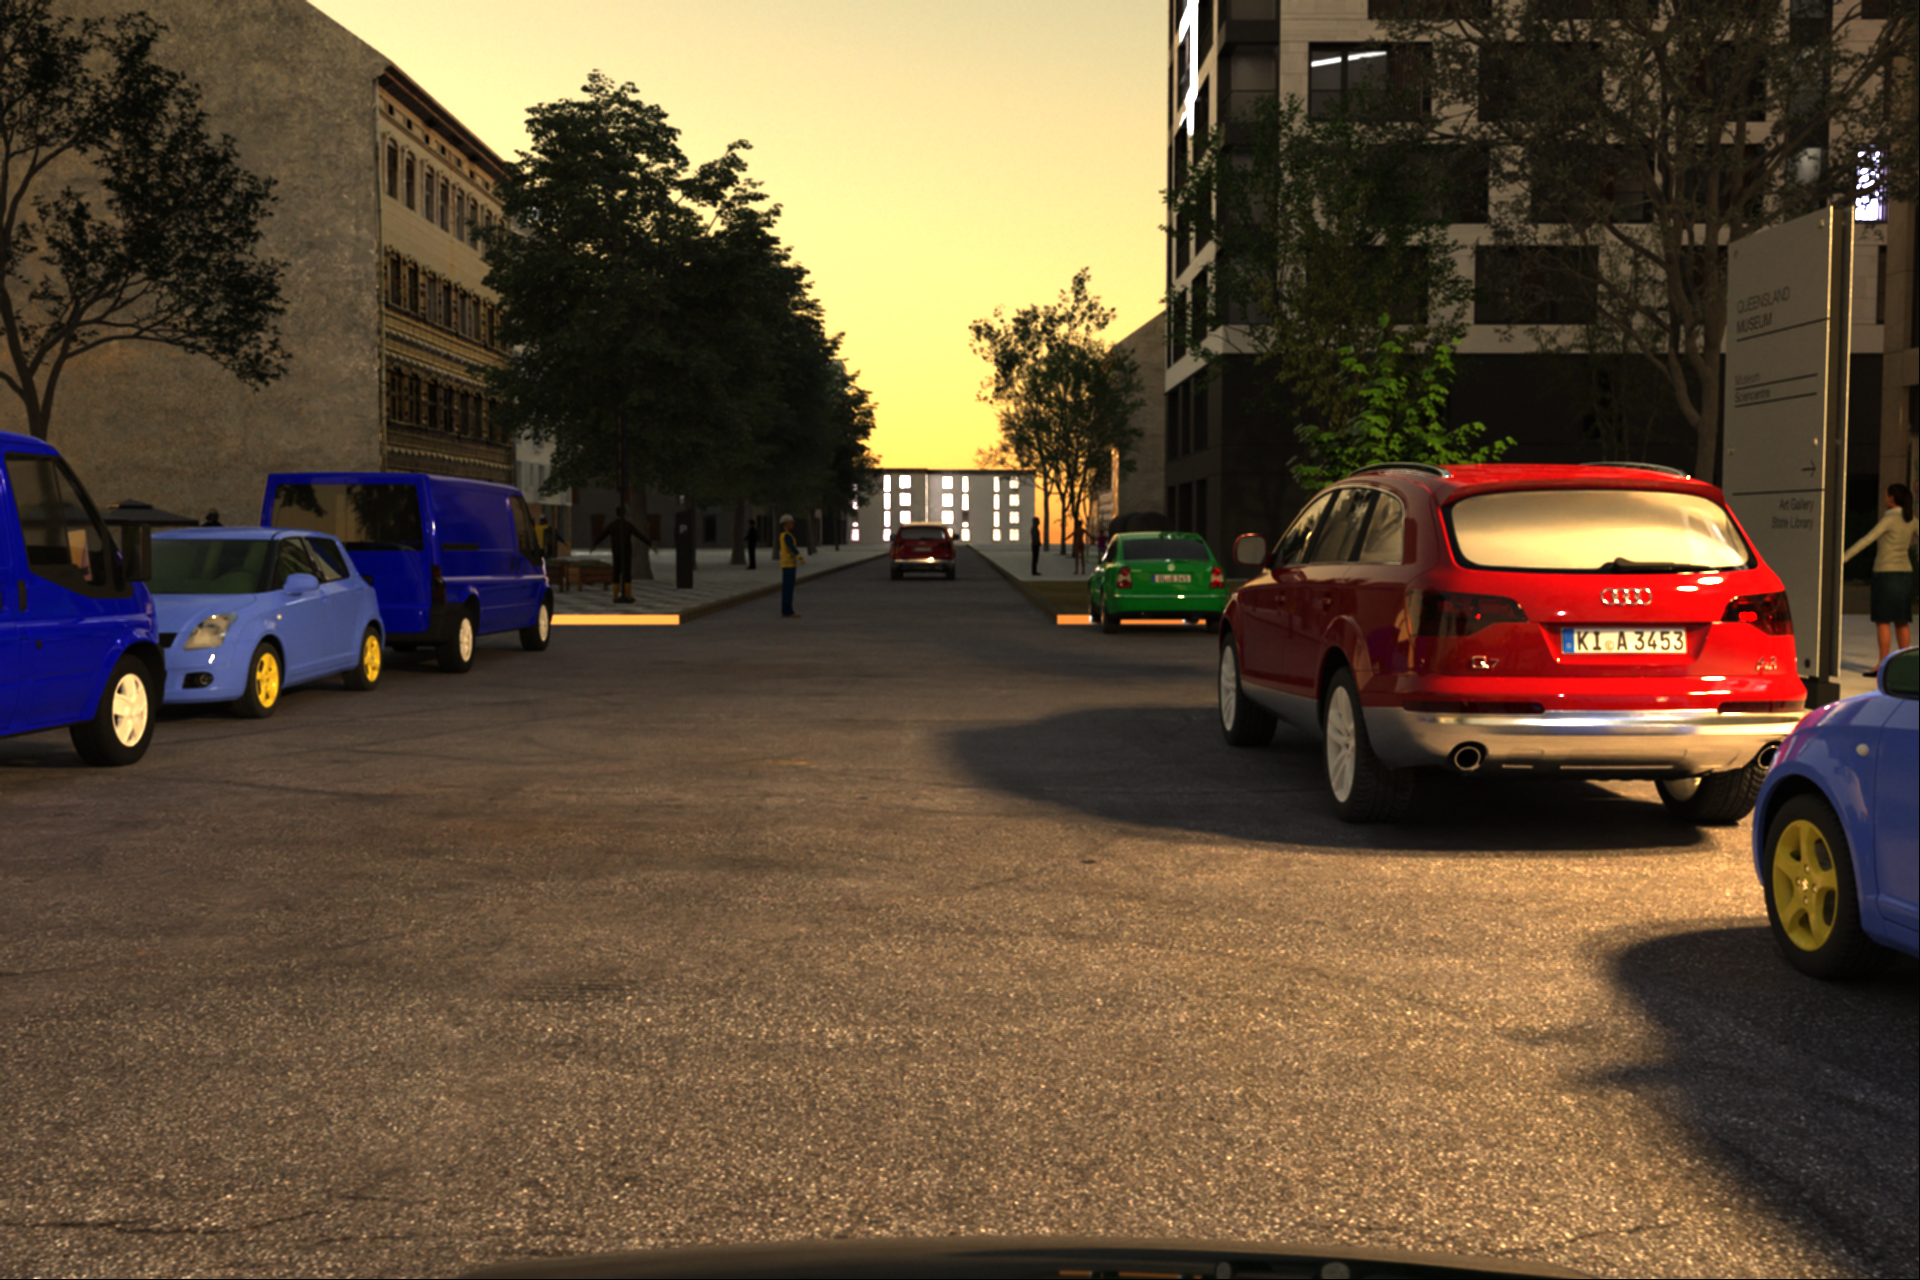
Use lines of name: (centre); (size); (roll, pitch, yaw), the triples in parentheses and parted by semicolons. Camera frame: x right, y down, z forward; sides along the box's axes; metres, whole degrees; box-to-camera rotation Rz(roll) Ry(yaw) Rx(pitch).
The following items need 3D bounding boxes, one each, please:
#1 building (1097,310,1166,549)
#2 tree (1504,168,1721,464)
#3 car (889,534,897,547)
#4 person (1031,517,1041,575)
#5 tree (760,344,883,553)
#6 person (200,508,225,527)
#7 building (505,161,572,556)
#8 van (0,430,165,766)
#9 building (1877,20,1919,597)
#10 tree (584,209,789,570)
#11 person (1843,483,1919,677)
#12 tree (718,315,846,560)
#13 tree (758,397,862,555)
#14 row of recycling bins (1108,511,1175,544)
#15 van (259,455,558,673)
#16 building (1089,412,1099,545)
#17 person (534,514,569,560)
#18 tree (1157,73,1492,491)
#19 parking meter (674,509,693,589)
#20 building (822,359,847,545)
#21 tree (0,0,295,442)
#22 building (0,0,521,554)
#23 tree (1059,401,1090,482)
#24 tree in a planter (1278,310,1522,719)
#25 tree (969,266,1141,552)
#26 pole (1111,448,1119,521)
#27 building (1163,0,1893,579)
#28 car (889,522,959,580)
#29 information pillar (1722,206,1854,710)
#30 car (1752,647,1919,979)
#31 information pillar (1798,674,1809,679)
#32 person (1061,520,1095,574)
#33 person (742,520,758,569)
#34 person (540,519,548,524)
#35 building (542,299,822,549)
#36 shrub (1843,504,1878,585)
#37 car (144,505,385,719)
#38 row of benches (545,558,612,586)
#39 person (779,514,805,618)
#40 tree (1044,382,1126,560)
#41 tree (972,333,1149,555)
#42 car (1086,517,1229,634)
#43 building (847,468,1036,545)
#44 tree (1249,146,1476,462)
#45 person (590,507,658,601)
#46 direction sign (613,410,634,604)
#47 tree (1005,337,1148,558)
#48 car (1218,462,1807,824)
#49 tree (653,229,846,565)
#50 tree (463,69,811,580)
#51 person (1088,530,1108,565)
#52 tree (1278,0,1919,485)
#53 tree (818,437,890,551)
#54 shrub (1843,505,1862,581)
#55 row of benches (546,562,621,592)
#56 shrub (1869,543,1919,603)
building: (21.981, -19.500, 149.756); (19.493, 23.208, 18.063); (0, 4, 0)
tree: (12.954, -5.114, 33.979); (4.360, 8.622, 3.978); (0, 3, 0)
car: (-3.399, -5.990, 107.520); (1.945, 1.707, 3.694); (0, 3, 0)
person: (2.389, -2.930, 54.026); (0.705, 1.813, 1.348); (0, 4, 0)
tree: (-9.970, -12.747, 115.076); (9.857, 13.997, 8.962); (0, 3, 0)
person: (-16.475, -1.986, 38.247); (1.354, 1.856, 0.705); (-3, 4, -37)
building: (-27.895, -14.241, 89.262); (16.016, 20.090, 11.380); (0, 3, 0)
van: (-6.050, -0.280, 8.960); (2.240, 2.365, 5.245); (0, 4, 0)
building: (27.761, -13.042, 16.444); (19.351, 26.588, 34.151); (0, 4, 0)
tree: (-9.899, -8.768, 61.490); (7.486, 12.596, 7.792); (0, 3, 0)
person: (8.319, -0.534, 15.559); (1.217, 1.735, 0.721); (-1, 4, -19)
tree: (-9.390, -10.239, 85.540); (7.486, 12.596, 7.792); (0, 3, 0)
tree: (-9.307, -10.362, 103.839); (7.601, 10.594, 8.767); (2, 4, 25)
row of recycling bins: (3.367, -1.574, 32.845); (1.069, 1.692, 3.534); (0, 4, -2)
van: (-6.012, -0.923, 19.471); (2.240, 2.365, 5.245); (0, 4, 0)
building: (24.518, -22.248, 194.686); (19.493, 23.208, 18.063); (0, 3, 0)
person: (-11.237, -2.496, 46.778); (1.349, 1.833, 0.705); (1, 4, 10)
tree: (8.394, -7.019, 40.523); (9.928, 11.665, 9.643); (0, 3, 0)
parking meter: (-6.497, -2.141, 40.714); (0.399, 1.863, 0.255); (0, 4, 0)
building: (-27.790, -21.768, 199.888); (27.936, 21.610, 32.646); (0, 4, -1)
tree: (-12.704, -5.463, 23.739); (7.601, 10.594, 8.767); (1, 4, 21)
building: (-28.085, -14.279, 64.392); (19.493, 23.208, 18.063); (0, 4, -1)
tree: (18.768, -22.442, 222.821); (12.611, 20.169, 13.585); (0, 3, 0)
tree in a planter: (3.432, -1.016, 13.838); (1.991, 3.239, 1.994); (0, 4, 0)
tree: (6.634, -16.405, 124.111); (12.611, 20.169, 13.585); (0, 3, 0)
pole: (3.667, -2.885, 41.014); (0.158, 3.312, 0.155); (0, 3, 0)
building: (21.406, -13.527, 65.144); (27.936, 21.610, 32.646); (0, 4, 0)
car: (-1.162, -2.870, 55.591); (2.281, 1.827, 5.304); (0, 4, 0)
information pillar: (6.297, -1.344, 13.288); (0.184, 3.620, 1.656); (0, 4, 0)
car: (3.568, 0.311, 4.505); (1.945, 1.707, 3.694); (0, 4, -1)
information pillar: (6.945, -0.615, 14.545); (0.304, 2.012, 0.304); (0, 3, 0)
person: (3.810, -2.985, 55.611); (1.217, 1.733, 0.721); (-1, 4, -23)
person: (-7.599, -3.475, 63.008); (0.705, 1.806, 1.347); (1, 4, 13)
person: (-13.344, -3.017, 55.455); (1.347, 1.817, 0.704); (3, 4, 36)
building: (-28.598, -19.760, 167.058); (27.936, 21.610, 32.646); (0, 4, 0)
shrub: (23.057, -2.389, 43.476); (1.690, 2.028, 1.600); (0, 3, 0)
car: (-6.208, -0.304, 14.567); (1.945, 1.707, 3.694); (0, 4, 0)
row of benches: (-10.299, -1.775, 44.480); (4.104, 0.672, 1.422); (3, 5, 44)
person: (-2.879, -1.279, 29.833); (0.721, 1.772, 1.216); (-1, 4, -19)
tree: (6.174, -8.160, 83.782); (4.360, 8.622, 3.978); (0, 3, 0)
tree: (6.338, -11.889, 104.747); (12.009, 13.543, 11.850); (0, 3, 0)
car: (2.936, -1.068, 26.257); (1.959, 1.807, 4.718); (0, 3, 0)
building: (-4.296, -16.960, 221.896); (28.070, 9.664, 9.099); (0, 4, -2)
tree: (7.323, -5.061, 33.104); (4.737, 8.622, 4.395); (0, 3, 0)
person: (-6.451, -1.648, 33.084); (1.346, 1.812, 0.704); (1, 4, 8)
direction sign: (-6.253, -2.450, 32.055); (0.379, 3.537, 0.876); (0, 4, 0)
tree: (6.200, -10.195, 92.441); (9.928, 11.665, 9.643); (0, 3, 0)
car: (2.852, -0.089, 10.126); (2.281, 1.827, 5.304); (0, 4, -1)
tree: (-9.369, -10.162, 72.810); (9.857, 13.997, 8.962); (0, 3, 0)
tree: (-8.983, -8.656, 48.181); (9.857, 13.997, 8.962); (0, 3, 0)
person: (5.241, -3.353, 64.089); (0.991, 1.433, 0.599); (0, 4, -3)
tree: (9.244, -6.793, 21.434); (12.009, 13.543, 11.850); (0, 3, 0)
tree: (-9.436, -12.048, 131.398); (8.767, 10.594, 7.601); (-2, 4, -24)
shrub: (24.196, -2.656, 47.463); (1.661, 2.075, 1.752); (0, 3, 0)
row of benches: (-9.400, -1.378, 37.992); (4.104, 0.672, 1.422); (-3, 5, -42)
shrub: (17.299, -1.273, 31.937); (1.383, 1.207, 1.383); (0, 3, 0)
